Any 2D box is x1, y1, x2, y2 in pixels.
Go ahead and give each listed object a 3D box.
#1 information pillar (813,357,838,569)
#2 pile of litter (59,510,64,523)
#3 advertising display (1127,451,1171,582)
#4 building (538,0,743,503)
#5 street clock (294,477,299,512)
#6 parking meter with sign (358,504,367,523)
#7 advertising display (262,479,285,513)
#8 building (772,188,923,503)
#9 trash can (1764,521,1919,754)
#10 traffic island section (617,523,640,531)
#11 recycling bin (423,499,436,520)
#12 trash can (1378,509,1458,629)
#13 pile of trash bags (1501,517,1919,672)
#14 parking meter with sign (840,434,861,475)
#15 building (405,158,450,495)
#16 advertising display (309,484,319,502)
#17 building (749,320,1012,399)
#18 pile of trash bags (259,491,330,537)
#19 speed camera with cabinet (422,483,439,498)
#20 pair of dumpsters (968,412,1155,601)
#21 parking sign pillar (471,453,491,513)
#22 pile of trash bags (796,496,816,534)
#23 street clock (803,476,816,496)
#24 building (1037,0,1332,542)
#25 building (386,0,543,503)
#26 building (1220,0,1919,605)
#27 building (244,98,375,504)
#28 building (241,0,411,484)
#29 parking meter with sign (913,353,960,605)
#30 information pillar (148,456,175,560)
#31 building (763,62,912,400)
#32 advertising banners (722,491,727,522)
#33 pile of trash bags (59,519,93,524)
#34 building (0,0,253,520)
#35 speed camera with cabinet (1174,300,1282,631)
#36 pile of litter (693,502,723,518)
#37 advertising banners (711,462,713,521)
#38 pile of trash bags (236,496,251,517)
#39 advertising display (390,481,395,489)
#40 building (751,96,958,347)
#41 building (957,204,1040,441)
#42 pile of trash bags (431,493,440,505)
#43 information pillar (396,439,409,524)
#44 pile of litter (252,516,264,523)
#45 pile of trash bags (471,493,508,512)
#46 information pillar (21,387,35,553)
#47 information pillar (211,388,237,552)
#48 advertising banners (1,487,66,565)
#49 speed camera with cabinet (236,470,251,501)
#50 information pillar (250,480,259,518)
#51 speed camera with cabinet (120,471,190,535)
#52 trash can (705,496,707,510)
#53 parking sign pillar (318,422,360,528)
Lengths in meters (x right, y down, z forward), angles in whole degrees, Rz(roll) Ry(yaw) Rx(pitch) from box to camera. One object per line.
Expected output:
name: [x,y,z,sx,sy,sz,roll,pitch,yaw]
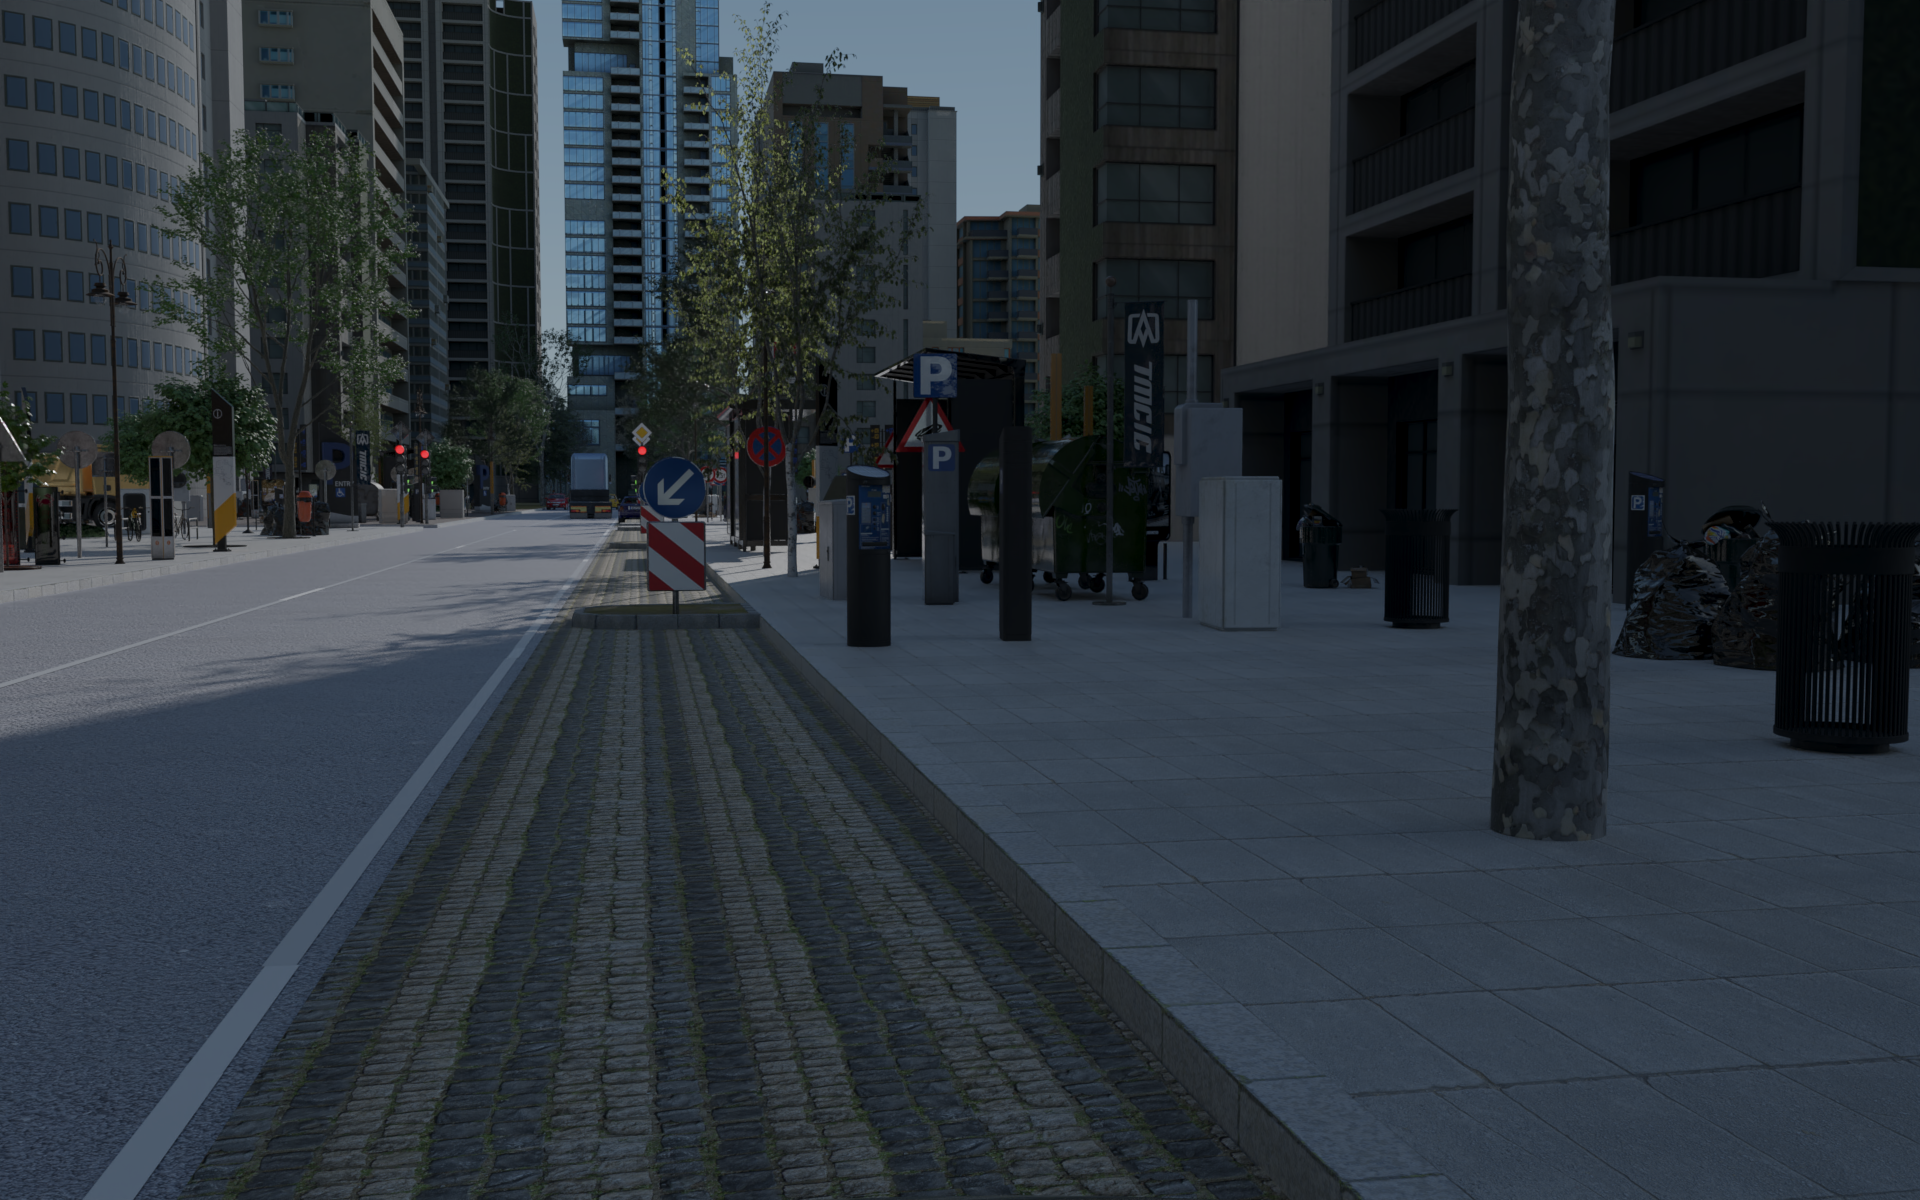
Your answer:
information pillar: [-2.305,-2.355,29.858,0.183,3.616,0.504,3,4,38]
pile of litter: [-30.304,-2.724,58.506,1.176,0.858,1.719,-1,4,-23]
advertising display: [2.786,-1.250,25.646,0.123,1.923,0.974,3,5,43]
building: [-45.391,-57.451,251.990,31.000,86.520,22.319,-1,4,-11]
street clock: [-28.203,-4.216,73.505,0.358,2.002,0.471,2,4,30]
parking meter with sign: [-26.736,-4.866,75.821,0.543,3.016,1.738,1,4,20]
advertising display: [-30.136,-4.334,76.071,0.974,1.923,0.123,0,4,-5]
building: [-11.432,-24.244,168.097,14.160,30.474,14.107,-1,4,-11]
trash can: [4.448,0.179,8.726,0.748,1.137,0.748,0,3,0]
traffic island section: [-12.467,-2.811,68.239,2.009,0.180,2.903,-1,4,-11]
recycling bin: [-26.591,-4.507,86.237,0.722,1.027,0.722,-3,5,-42]
trash can: [4.394,-0.305,16.647,0.748,1.137,0.748,0,3,0]
pile of trash bags: [5.748,-0.213,13.228,3.447,1.369,1.912,-1,4,-13]
parking meter with sign: [-3.201,-3.254,49.461,0.543,3.016,1.738,0,4,3]
building: [-69.603,-30.581,191.885,23.993,40.220,32.217,-1,4,-11]
advertising display: [-42.925,-6.720,115.088,0.974,1.923,0.123,3,4,38]
building: [-10.442,-22.009,204.894,27.650,21.520,28.899,-1,4,-11]
pile of trash bags: [-20.411,-2.670,53.413,1.912,1.369,3.447,-2,4,-29]
speed camera with cabinet: [-43.587,-9.014,141.707,2.038,3.252,0.660,0,4,2]
pair of dumpsters: [1.275,-1.236,22.704,1.574,2.255,4.437,-1,4,-10]
parking sign pillar: [-31.849,-7.765,115.427,1.447,3.967,1.447,1,4,17]
pile of trash bags: [-5.655,-2.835,56.109,1.912,1.369,3.447,0,4,6]
street clock: [-5.944,-3.913,68.544,0.471,2.002,0.358,1,4,17]
building: [9.418,-17.227,53.366,14.160,30.474,14.107,-1,4,-11]
building: [-70.874,-49.461,246.939,20.611,71.187,20.563,-1,4,-11]
building: [17.034,-35.812,23.776,20.563,71.187,20.611,-1,4,-11]
building: [-52.603,-21.933,130.301,14.160,30.474,14.107,-1,4,-11]
building: [-61.557,-32.425,153.854,21.300,48.544,21.600,-1,4,-11]
parking meter with sign: [-0.260,-1.498,20.753,0.543,3.016,1.738,0,4,-3]
information pillar: [-15.511,-1.783,33.650,0.304,2.012,0.304,1,4,17]
building: [-13.095,-32.519,181.790,14.600,45.320,14.200,-1,4,-11]
advertising banners: [-10.608,-5.118,79.871,0.090,3.025,2.074,-2,4,-25]
pile of trash bags: [-39.259,-3.976,74.762,3.447,1.369,1.912,1,4,10]
building: [-52.571,-33.673,92.553,21.231,58.520,28.212,-1,4,-11]
speed camera with cabinet: [2.625,-1.391,17.075,0.660,3.252,2.038,0,4,-6]
pile of litter: [-13.749,-4.909,94.226,1.719,0.858,1.176,2,4,33]
advertising banners: [-11.948,-5.332,83.364,0.090,3.025,2.074,-1,4,-8]
pile of trash bags: [-40.223,-5.278,96.048,1.912,1.369,3.447,1,4,10]
advertising display: [-27.902,-4.888,85.137,0.123,1.923,0.974,-2,4,-24]
building: [-16.170,-43.770,257.644,28.212,58.520,21.231,-1,4,-11]
building: [12.055,-37.308,264.613,28.867,44.769,22.147,-1,4,-11]
pile of trash bags: [-40.171,-7.411,130.927,3.447,1.369,1.912,3,5,41]
information pillar: [-23.695,-5.030,73.590,0.504,3.616,0.183,-3,5,-39]
pile of litter: [-30.954,-3.906,77.828,1.719,0.858,1.176,-1,4,-14]
pile of trash bags: [-33.928,-7.141,126.502,1.912,1.369,3.447,-3,4,-36]
information pillar: [-20.347,-2.841,37.807,0.183,3.616,0.504,-3,4,-38]
information pillar: [-16.351,-2.881,38.457,0.504,3.616,0.183,0,4,6]
advertising banners: [-17.190,-2.141,31.200,2.074,3.025,0.090,0,4,2]
speed camera with cabinet: [-43.071,-6.712,104.071,0.660,3.252,2.038,0,4,-4]
information pillar: [-37.083,-5.295,91.068,0.304,2.012,0.304,-3,5,-43]
speed camera with cabinet: [-25.523,-3.701,54.853,2.038,3.252,0.660,-1,4,-22]
trash can: [-17.477,-6.508,118.052,0.748,1.137,0.748,0,3,0]
parking sign pillar: [-23.446,-4.702,65.345,1.447,3.967,1.447,-2,4,-33]
